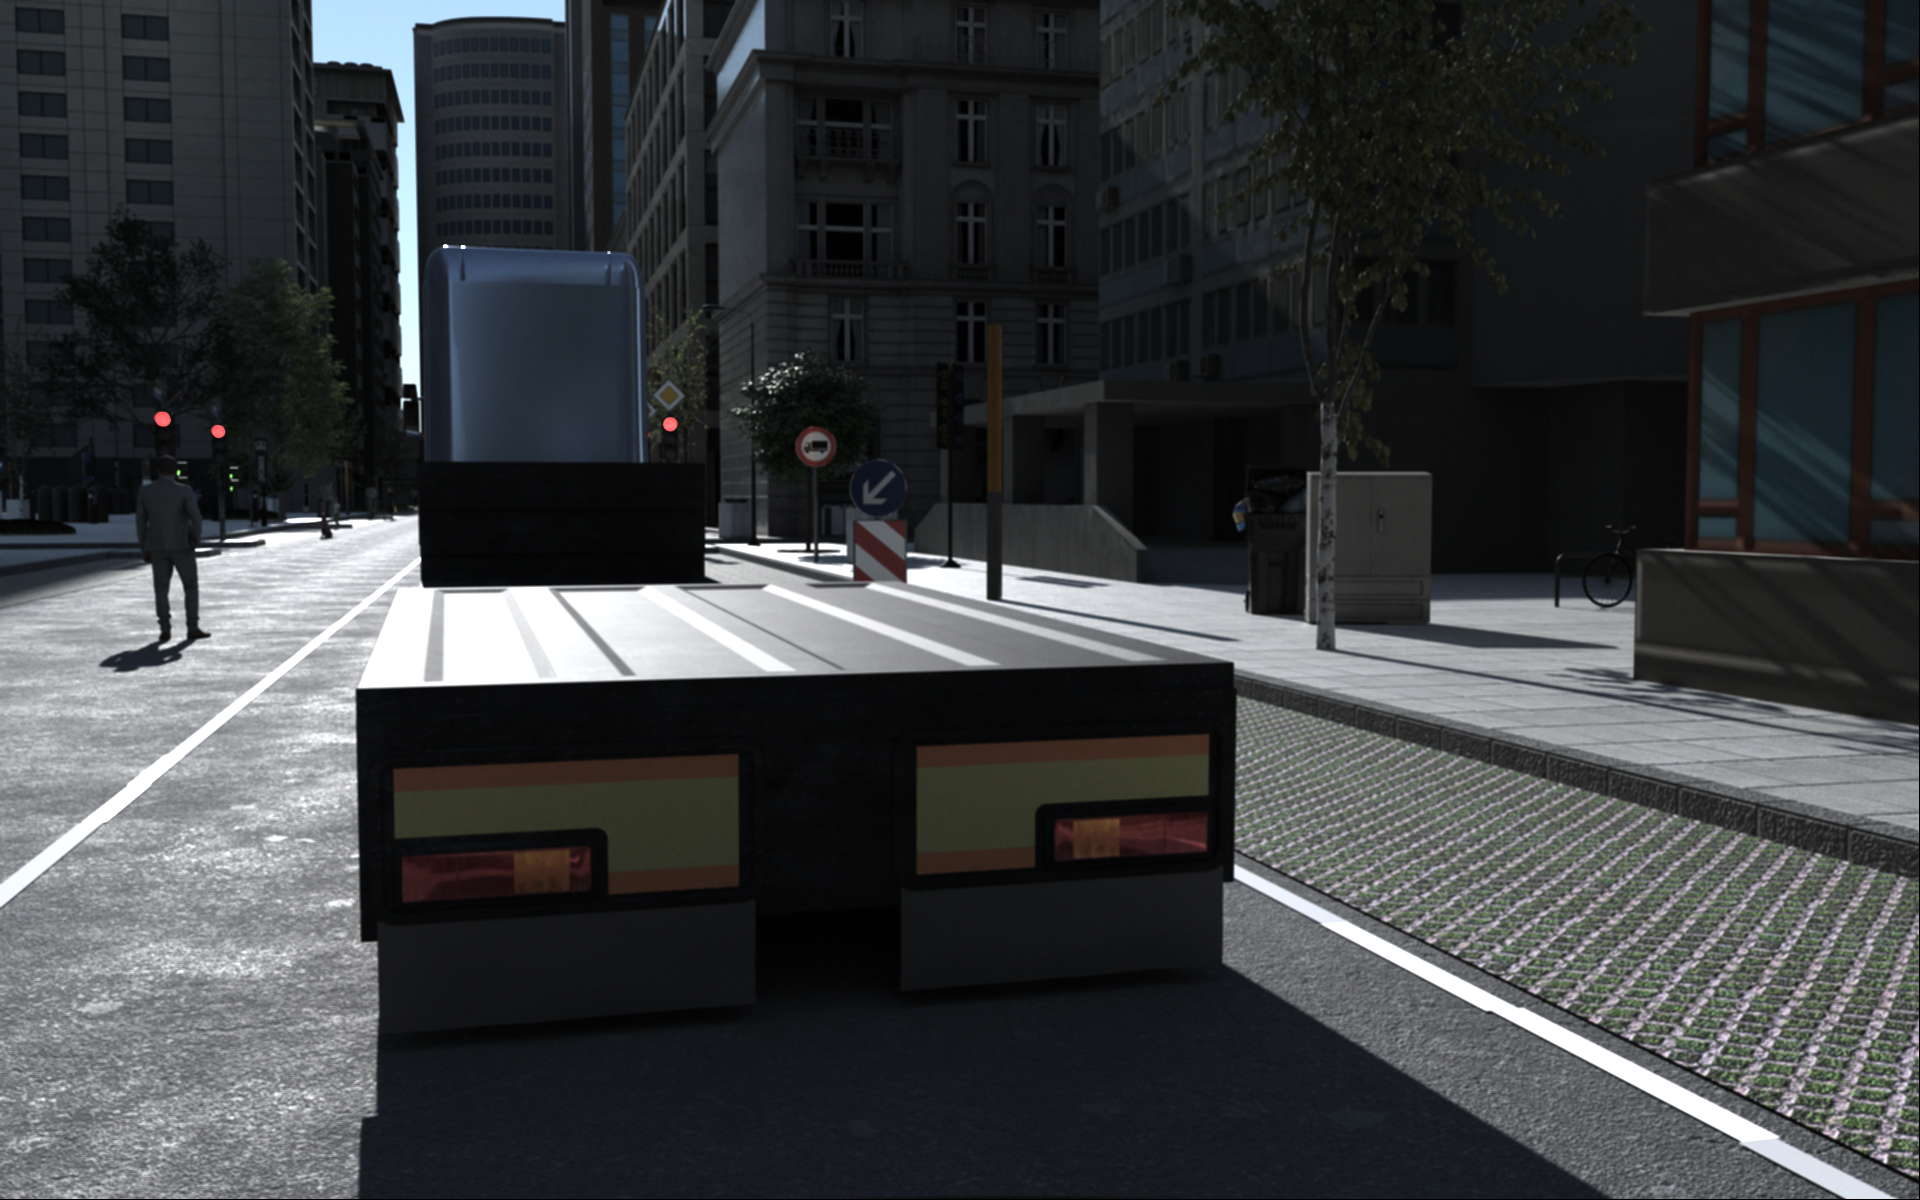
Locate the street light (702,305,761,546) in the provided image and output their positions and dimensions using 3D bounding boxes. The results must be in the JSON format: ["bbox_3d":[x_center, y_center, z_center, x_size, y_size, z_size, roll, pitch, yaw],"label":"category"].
[{"bbox_3d":[-5.651,-4.297,42.804,1.470,5.913,1.316,-1,4,-15],"label":"street light"}]

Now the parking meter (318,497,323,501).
[{"bbox_3d":[-42.695,-6.555,115.591,0.372,1.533,0.369,0,3,0],"label":"parking meter"}]

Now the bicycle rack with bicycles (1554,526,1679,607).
[{"bbox_3d":[8.096,-0.346,19.041,2.925,0.926,2.852,-1,4,-18],"label":"bicycle rack with bicycles"}]

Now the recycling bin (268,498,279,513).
[{"bbox_3d":[-42.030,-5.736,106.340,0.722,1.027,0.722,-3,5,-41],"label":"recycling bin"}]

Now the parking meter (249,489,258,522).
[{"bbox_3d":[-32.649,-4.381,80.038,0.372,1.533,0.369,0,3,0],"label":"parking meter"}]

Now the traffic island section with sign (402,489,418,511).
[{"bbox_3d":[-46.036,-8.409,146.121,1.989,1.847,2.006,-1,4,-15],"label":"traffic island section with sign"}]

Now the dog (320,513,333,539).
[{"bbox_3d":[-20.392,-2.397,56.026,0.513,0.831,0.800,3,5,42],"label":"dog"}]

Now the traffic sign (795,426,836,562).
[{"bbox_3d":[-2.698,-1.978,32.445,0.768,2.556,0.104,-1,4,-10],"label":"traffic sign"}]

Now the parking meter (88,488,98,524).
[{"bbox_3d":[-37.622,-4.082,75.153,0.372,1.533,0.369,0,3,0],"label":"parking meter"}]

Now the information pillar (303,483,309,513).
[{"bbox_3d":[-43.415,-6.756,114.954,0.304,2.012,0.304,-3,4,-36],"label":"information pillar"}]

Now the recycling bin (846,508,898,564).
[{"bbox_3d":[-1.615,-1.175,31.772,0.722,1.027,0.722,-2,4,-33],"label":"recycling bin"}]

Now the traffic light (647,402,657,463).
[{"bbox_3d":[-9.192,-3.750,50.235,0.839,4.253,0.868,-1,4,-15],"label":"traffic light"}]

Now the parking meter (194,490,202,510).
[{"bbox_3d":[-44.392,-5.657,100.907,0.372,1.533,0.369,0,3,0],"label":"parking meter"}]

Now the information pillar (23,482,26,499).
[{"bbox_3d":[-59.026,-6.413,109.349,0.304,2.012,0.304,-1,4,-11],"label":"information pillar"}]

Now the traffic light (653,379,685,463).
[{"bbox_3d":[-7.146,-3.278,42.515,0.839,4.253,0.868,-1,4,-15],"label":"traffic light"}]

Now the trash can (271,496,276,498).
[{"bbox_3d":[-44.724,-6.229,113.491,0.748,1.137,0.748,0,3,0],"label":"trash can"}]

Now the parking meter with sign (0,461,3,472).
[{"bbox_3d":[-51.594,-5.884,92.457,0.543,3.016,1.738,-3,5,-44],"label":"parking meter with sign"}]

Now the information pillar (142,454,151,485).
[{"bbox_3d":[-47.330,-6.698,100.868,0.504,3.616,0.183,0,3,0],"label":"information pillar"}]

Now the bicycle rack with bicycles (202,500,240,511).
[{"bbox_3d":[-44.253,-5.461,102.667,2.852,0.926,2.925,3,4,38],"label":"bicycle rack with bicycles"}]

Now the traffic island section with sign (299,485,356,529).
[{"bbox_3d":[-26.510,-3.902,72.433,1.989,1.847,2.006,-1,4,-15],"label":"traffic island section with sign"}]

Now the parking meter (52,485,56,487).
[{"bbox_3d":[-57.516,-6.378,109.997,0.255,1.863,0.399,-2,4,-31],"label":"parking meter"}]

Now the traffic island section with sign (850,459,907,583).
[{"bbox_3d":[-1.219,-0.720,20.397,1.989,1.847,2.006,-1,4,-15],"label":"traffic island section with sign"}]

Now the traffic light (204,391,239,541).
[{"bbox_3d":[-20.171,-3.572,47.319,0.839,4.253,0.868,-1,4,-15],"label":"traffic light"}]

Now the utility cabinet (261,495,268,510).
[{"bbox_3d":[-41.512,-5.637,103.322,0.306,1.237,1.020,-1,4,-16],"label":"utility cabinet"}]

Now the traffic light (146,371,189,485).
[{"bbox_3d":[-18.125,-3.100,39.600,0.839,4.253,0.868,-1,4,-15],"label":"traffic light"}]

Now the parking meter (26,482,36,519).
[{"bbox_3d":[-45.755,-4.867,85.290,0.255,1.863,0.399,0,4,-2],"label":"parking meter"}]

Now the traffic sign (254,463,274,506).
[{"bbox_3d":[-27.636,-4.200,68.780,0.768,2.556,0.104,0,4,-7],"label":"traffic sign"}]

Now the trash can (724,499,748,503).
[{"bbox_3d":[-6.676,-2.448,51.686,0.748,1.137,0.748,0,3,0],"label":"trash can"}]

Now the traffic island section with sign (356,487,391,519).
[{"bbox_3d":[-33.419,-5.496,98.492,1.989,1.847,2.006,-1,4,-15],"label":"traffic island section with sign"}]

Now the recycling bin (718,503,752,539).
[{"bbox_3d":[-6.542,-2.313,50.366,0.722,1.027,0.722,-3,5,-40],"label":"recycling bin"}]

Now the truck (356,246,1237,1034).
[{"bbox_3d":[-3.009,-1.457,13.574,2.967,4.110,18.799,-1,4,-16],"label":"truck"}]

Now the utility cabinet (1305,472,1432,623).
[{"bbox_3d":[4.030,-0.515,17.106,1.173,1.500,0.318,0,4,3],"label":"utility cabinet"}]

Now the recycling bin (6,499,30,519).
[{"bbox_3d":[-44.214,-4.205,81.310,0.722,1.027,0.722,1,4,9],"label":"recycling bin"}]

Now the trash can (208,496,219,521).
[{"bbox_3d":[-34.937,-4.269,81.456,0.748,1.137,0.748,0,3,0],"label":"trash can"}]

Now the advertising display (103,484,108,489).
[{"bbox_3d":[-56.941,-6.741,115.436,0.123,1.923,0.974,-2,4,-35],"label":"advertising display"}]

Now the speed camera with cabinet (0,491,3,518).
[{"bbox_3d":[-48.484,-5.639,86.526,0.660,3.252,2.038,-3,5,-44],"label":"speed camera with cabinet"}]

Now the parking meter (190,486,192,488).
[{"bbox_3d":[-50.138,-6.540,112.642,0.399,1.863,0.255,-2,4,-27],"label":"parking meter"}]

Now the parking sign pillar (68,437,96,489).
[{"bbox_3d":[-40.762,-5.666,81.112,1.447,3.967,1.447,-2,4,-30],"label":"parking sign pillar"}]
